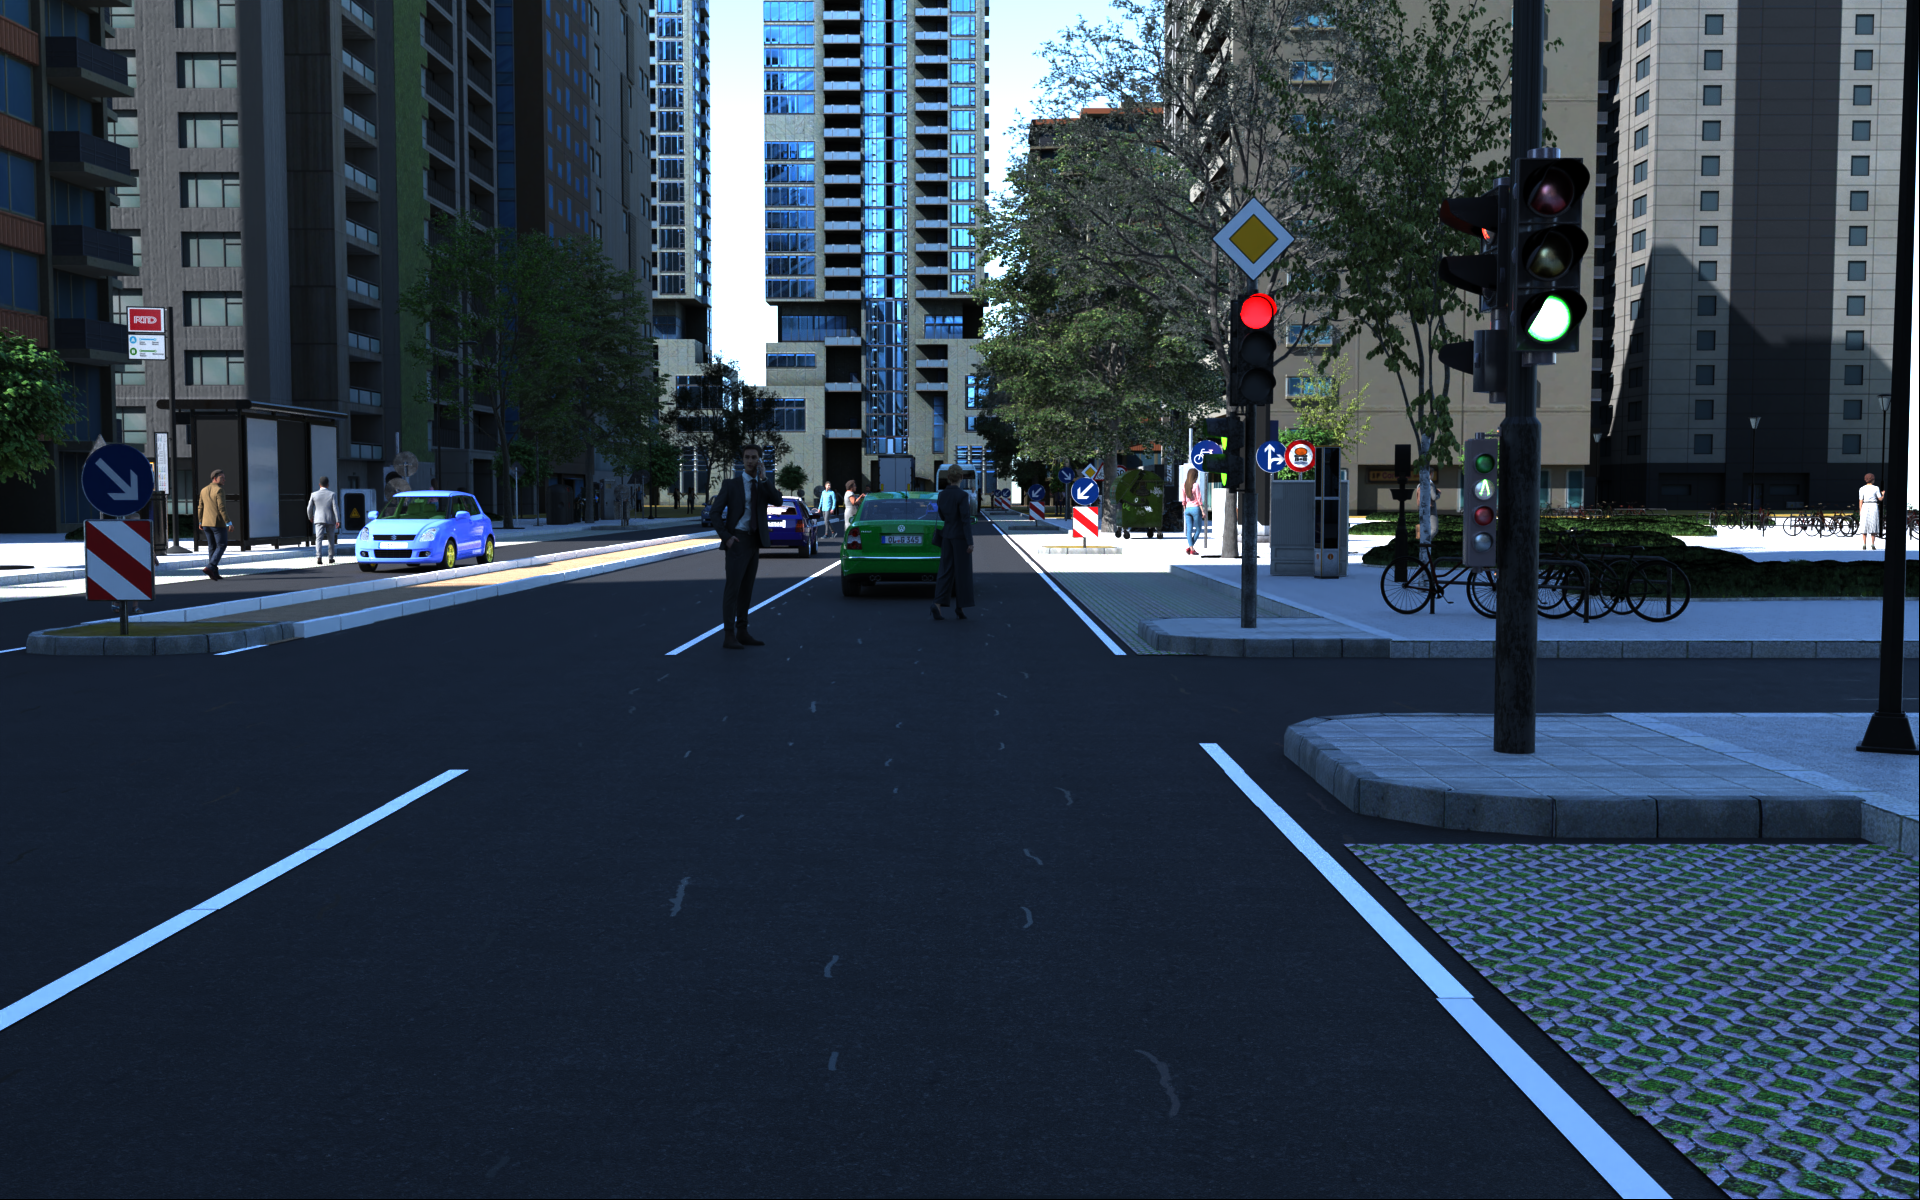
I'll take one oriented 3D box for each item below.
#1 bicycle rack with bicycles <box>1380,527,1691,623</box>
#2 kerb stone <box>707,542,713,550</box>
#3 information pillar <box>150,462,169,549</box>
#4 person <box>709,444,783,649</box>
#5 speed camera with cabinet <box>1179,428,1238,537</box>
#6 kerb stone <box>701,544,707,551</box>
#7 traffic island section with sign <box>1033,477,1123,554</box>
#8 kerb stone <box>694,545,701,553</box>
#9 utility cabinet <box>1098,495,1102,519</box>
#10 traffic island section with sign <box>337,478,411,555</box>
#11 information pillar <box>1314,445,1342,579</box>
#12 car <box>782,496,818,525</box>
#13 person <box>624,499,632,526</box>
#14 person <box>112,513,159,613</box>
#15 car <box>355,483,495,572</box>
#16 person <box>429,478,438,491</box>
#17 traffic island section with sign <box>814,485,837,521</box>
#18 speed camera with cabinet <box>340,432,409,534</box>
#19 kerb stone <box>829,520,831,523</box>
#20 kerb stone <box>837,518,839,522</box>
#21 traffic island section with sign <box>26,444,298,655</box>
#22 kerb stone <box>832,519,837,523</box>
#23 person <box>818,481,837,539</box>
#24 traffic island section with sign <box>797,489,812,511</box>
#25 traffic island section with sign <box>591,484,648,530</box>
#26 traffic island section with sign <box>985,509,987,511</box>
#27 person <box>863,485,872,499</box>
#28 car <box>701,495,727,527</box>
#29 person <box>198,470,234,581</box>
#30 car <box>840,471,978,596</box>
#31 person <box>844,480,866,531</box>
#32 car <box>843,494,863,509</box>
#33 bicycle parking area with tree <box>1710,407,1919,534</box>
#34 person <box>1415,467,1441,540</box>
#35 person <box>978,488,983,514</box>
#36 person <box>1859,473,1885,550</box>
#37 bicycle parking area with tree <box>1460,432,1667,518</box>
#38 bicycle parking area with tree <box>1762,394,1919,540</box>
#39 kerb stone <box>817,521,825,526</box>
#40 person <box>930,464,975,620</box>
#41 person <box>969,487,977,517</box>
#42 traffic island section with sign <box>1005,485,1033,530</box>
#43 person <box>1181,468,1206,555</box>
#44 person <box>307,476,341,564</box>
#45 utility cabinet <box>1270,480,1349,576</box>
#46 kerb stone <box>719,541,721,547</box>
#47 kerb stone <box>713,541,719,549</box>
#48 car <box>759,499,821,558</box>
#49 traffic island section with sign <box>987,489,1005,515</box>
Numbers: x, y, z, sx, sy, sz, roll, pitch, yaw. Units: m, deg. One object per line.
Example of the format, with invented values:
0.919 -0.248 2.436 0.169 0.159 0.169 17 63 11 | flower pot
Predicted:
6.314 -0.299 18.274 2.852 0.926 2.925 -3 5 -41 | bicycle rack with bicycles
-6.518 -1.353 44.338 0.120 0.150 1.000 0 3 0 | kerb stone
-18.706 -2.197 40.417 0.304 2.012 0.304 3 5 44 | information pillar
-1.992 -0.516 16.297 0.474 1.900 0.648 3 5 42 | person
7.645 -3.531 52.072 2.038 3.252 0.660 2 4 27 | speed camera with cabinet
-6.526 -1.289 43.312 0.120 0.150 1.000 0 3 0 | kerb stone
2.857 -2.026 41.747 1.989 1.847 2.006 0 3 0 | traffic island section with sign
-6.525 -1.229 42.286 0.120 0.150 1.000 0 3 0 | kerb stone
6.997 -4.753 88.870 0.306 1.237 1.020 -1 4 -13 | utility cabinet
-13.566 -2.003 41.383 1.989 1.847 2.006 0 3 0 | traffic island section with sign
5.570 -1.332 26.266 0.304 2.012 0.304 -1 4 -11 | information pillar
-5.112 -2.265 49.394 2.083 1.381 4.827 0 4 -1 | car
-13.867 -3.626 72.064 0.475 1.303 0.640 0 4 -8 | person
-9.992 -0.456 20.978 0.382 1.210 0.505 3 5 41 | person
-10.174 -1.434 33.035 1.945 1.707 3.694 0 4 2 | car
-17.784 -3.209 58.520 0.388 1.821 0.555 1 4 16 | person
-7.464 -5.097 91.472 2.006 1.907 1.989 0 3 0 | traffic island section with sign
-18.688 -3.729 55.298 2.038 3.252 0.660 0 4 -2 | speed camera with cabinet
-6.445 -3.737 83.316 0.120 0.150 1.000 0 3 0 | kerb stone
-6.430 -4.048 88.466 0.120 0.150 1.000 0 3 0 | kerb stone
-7.619 -0.501 16.333 2.006 1.907 1.989 0 3 0 | traffic island section with sign
-6.430 -3.990 87.438 0.120 0.150 1.000 0 3 0 | kerb stone
-4.212 -2.911 55.957 0.748 1.841 0.638 -3 5 -40 | person
-13.330 -8.370 145.477 1.989 1.847 2.006 0 3 0 | traffic island section with sign
-13.505 -3.692 68.986 1.989 1.847 2.006 0 3 0 | traffic island section with sign
3.084 -8.406 146.057 1.989 1.847 2.006 0 3 0 | traffic island section with sign
-3.783 -3.890 72.091 0.713 1.824 0.794 -2 4 -25 | person
-10.348 -3.954 76.651 2.014 1.417 4.499 0 4 -1 | car
-12.368 -1.246 28.785 0.656 1.842 0.836 0 4 -3 | person
-0.730 -1.031 25.647 1.959 1.807 4.718 0 4 2 | car
-2.584 -2.087 42.986 0.532 1.782 0.716 -1 4 -18 | person
-10.024 -9.317 162.553 2.015 1.641 3.980 0 3 0 | car
31.812 -4.692 63.717 8.231 4.147 9.016 1 4 17 | bicycle parking area with tree
9.510 -1.789 35.258 0.822 1.834 0.622 -2 4 -32 | person
1.461 -7.313 127.694 0.705 1.869 1.348 1 4 13 | person
20.977 -2.033 39.856 0.480 1.755 0.524 3 5 39 | person
27.479 -5.634 79.119 8.231 4.147 9.016 -2 4 -24 | bicycle parking area with tree
28.740 -3.926 51.186 8.231 4.147 9.016 -1 4 -22 | bicycle parking area with tree
-6.450 -3.549 80.225 0.120 0.150 1.000 0 3 0 | kerb stone
-0.062 -0.664 19.782 0.576 1.772 0.534 1 4 22 | person
0.646 -4.899 88.832 0.478 1.798 0.641 0 4 -1 | person
2.916 -3.683 68.852 1.989 1.847 2.006 0 3 0 | traffic island section with sign
4.912 -1.853 36.346 0.555 1.821 0.388 2 4 35 | person
-12.974 -1.624 35.332 0.678 1.792 0.850 -1 4 -11 | person
5.472 -1.127 27.107 1.173 1.500 0.318 1 4 18 | utility cabinet
-6.519 -1.480 46.396 0.120 0.150 1.000 0 3 0 | kerb stone
-6.517 -1.413 45.360 0.120 0.150 1.000 0 3 0 | kerb stone
-4.234 -1.683 40.089 1.945 1.354 3.894 0 4 -1 | car
3.032 -6.740 118.820 1.989 1.847 2.006 0 3 0 | traffic island section with sign
